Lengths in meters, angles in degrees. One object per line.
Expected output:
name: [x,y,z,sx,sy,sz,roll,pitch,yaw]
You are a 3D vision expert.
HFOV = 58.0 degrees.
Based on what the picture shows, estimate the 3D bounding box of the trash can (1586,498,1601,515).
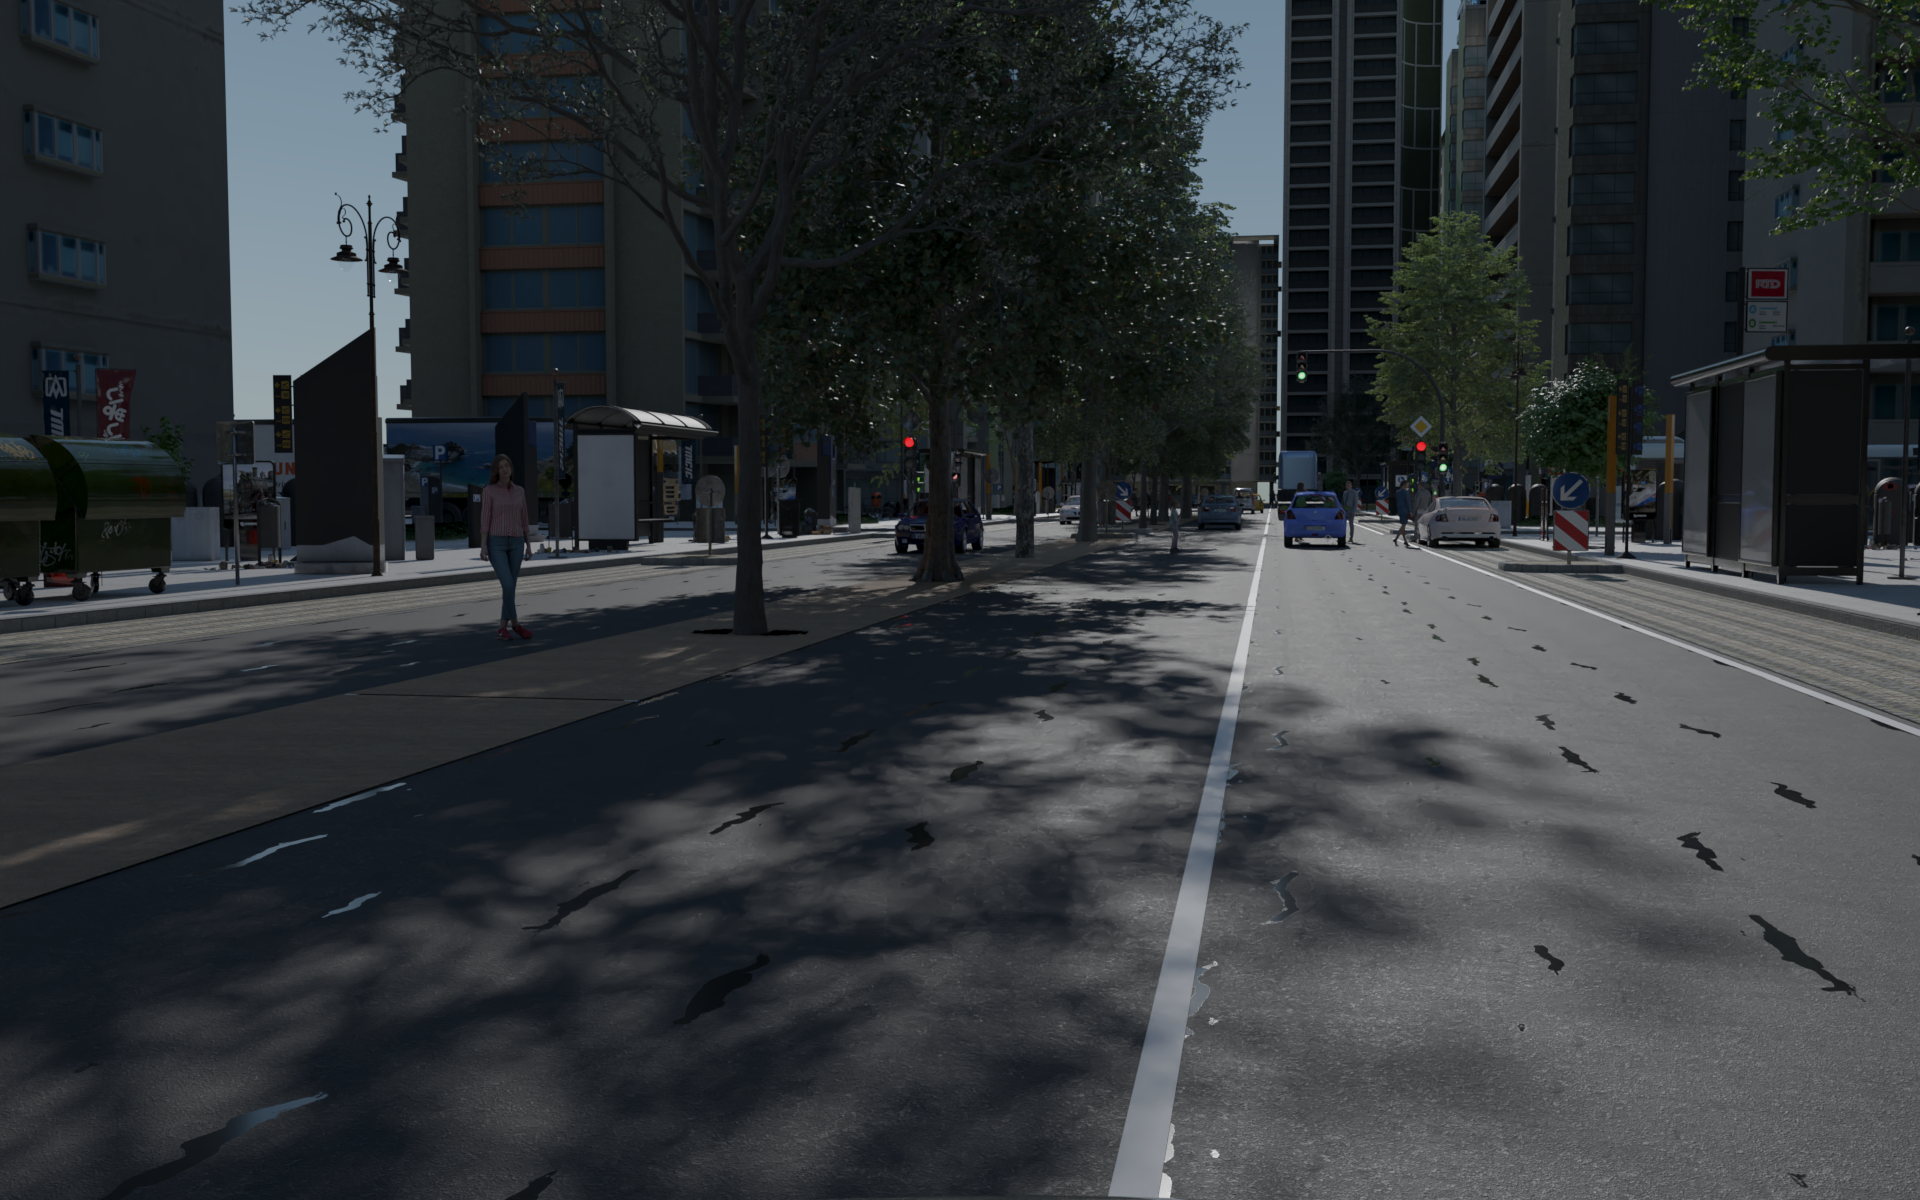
trash can: [25.770,-3.608,70.649,0.748,1.137,0.748,0,3,0]

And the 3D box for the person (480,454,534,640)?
person: [-4.482,-0.522,17.042,0.388,1.821,0.555,3,5,39]

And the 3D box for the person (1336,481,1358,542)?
person: [11.588,-2.634,51.658,0.391,1.810,0.635,-3,5,-44]

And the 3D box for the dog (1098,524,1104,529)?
dog: [5.569,-2.987,68.124,0.406,0.507,0.540,-1,4,-23]

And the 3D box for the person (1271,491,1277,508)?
person: [31.400,-10.014,172.678,0.683,1.767,0.568,-2,4,-28]

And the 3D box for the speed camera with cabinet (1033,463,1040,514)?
speed camera with cabinet: [4.616,-7.085,110.173,0.660,3.252,2.038,1,4,12]

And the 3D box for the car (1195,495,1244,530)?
car: [10.664,-3.615,71.111,2.014,1.417,4.499,1,4,9]

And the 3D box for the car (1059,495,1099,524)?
car: [5.884,-4.338,83.283,2.083,1.381,4.827,1,4,10]

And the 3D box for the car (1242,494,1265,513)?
car: [21.978,-7.347,130.348,2.015,1.641,3.980,1,4,9]

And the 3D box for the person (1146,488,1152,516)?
person: [12.379,-6.394,112.814,0.659,1.850,0.755,0,4,-6]

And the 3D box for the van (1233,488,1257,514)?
van: [20.550,-7.255,125.636,2.013,2.044,4.112,1,4,10]

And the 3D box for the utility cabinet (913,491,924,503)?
utility cabinet: [-2.590,-6.540,115.606,1.173,1.500,0.318,2,4,29]

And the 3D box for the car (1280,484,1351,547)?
car: [9.874,-2.357,48.131,1.945,1.707,3.694,1,4,12]

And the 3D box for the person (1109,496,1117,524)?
person: [7.324,-4.558,83.202,0.511,1.800,0.466,3,5,42]

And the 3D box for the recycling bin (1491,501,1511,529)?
recycling bin: [20.207,-3.190,64.716,0.722,1.027,0.722,1,4,16]

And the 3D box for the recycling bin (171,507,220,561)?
recycling bin: [-14.745,-1.276,33.419,0.722,1.027,0.722,-1,4,-9]

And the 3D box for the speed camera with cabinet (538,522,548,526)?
speed camera with cabinet: [-15.692,-4.547,68.675,2.038,3.252,0.660,1,4,13]

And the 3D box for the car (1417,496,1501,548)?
car: [13.630,-2.144,47.410,2.083,1.381,4.827,1,4,9]

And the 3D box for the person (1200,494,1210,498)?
person: [23.308,-9.498,163.891,1.348,1.812,0.705,1,4,13]

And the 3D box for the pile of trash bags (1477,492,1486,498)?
pile of trash bags: [22.388,-3.999,75.136,1.912,1.369,3.447,0,4,5]

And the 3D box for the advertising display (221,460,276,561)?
advertising display: [-13.630,-1.713,33.218,0.974,1.923,0.123,-1,4,-14]

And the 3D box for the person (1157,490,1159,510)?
person: [17.893,-8.973,155.745,0.750,1.759,0.617,-2,4,-24]

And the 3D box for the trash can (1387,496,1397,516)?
trash can: [25.455,-5.528,102.039,0.748,1.137,0.748,0,3,0]

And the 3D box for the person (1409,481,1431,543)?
person: [13.526,-2.578,50.759,0.694,1.812,0.767,-2,4,-33]

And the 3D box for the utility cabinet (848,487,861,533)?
utility cabinet: [-3.451,-2.946,56.841,0.318,1.500,1.173,-1,4,-10]

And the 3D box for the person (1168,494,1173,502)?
person: [19.339,-9.072,160.089,1.065,1.426,0.557,-1,4,-11]

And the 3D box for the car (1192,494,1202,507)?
car: [24.359,-10.318,178.483,2.009,1.686,4.222,1,4,9]

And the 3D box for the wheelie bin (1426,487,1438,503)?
wheelie bin: [21.141,-4.274,77.784,0.693,1.594,0.980,2,4,27]

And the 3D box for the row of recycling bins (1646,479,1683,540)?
row of recycling bins: [20.150,-2.492,47.852,1.069,1.692,3.534,-2,4,-34]

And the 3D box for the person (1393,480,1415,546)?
person: [12.159,-2.392,47.640,0.654,1.822,0.581,-1,4,-13]

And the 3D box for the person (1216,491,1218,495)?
person: [30.015,-11.808,201.430,0.599,1.838,0.709,1,4,8]

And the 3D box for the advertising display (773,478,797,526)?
advertising display: [-6.932,-3.885,68.736,0.974,1.923,0.123,1,4,12]

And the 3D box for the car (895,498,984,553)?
car: [-0.499,-1.880,43.326,1.945,1.354,3.894,1,4,10]

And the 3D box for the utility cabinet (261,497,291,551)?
utility cabinet: [-15.579,-1.729,39.438,0.306,1.237,1.020,0,4,1]

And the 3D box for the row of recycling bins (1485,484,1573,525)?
row of recycling bins: [23.641,-3.970,72.023,3.534,1.692,1.069,2,4,27]

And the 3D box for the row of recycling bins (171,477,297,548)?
row of recycling bins: [-17.533,-2.149,42.255,3.534,1.692,1.069,-1,4,-21]

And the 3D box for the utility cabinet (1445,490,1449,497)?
utility cabinet: [26.622,-5.269,94.830,0.318,1.500,1.173,-1,4,-20]

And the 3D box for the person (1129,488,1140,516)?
person: [11.123,-6.247,110.597,0.822,1.834,0.622,1,4,13]

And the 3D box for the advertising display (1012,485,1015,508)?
advertising display: [4.058,-7.218,123.230,0.123,1.923,0.974,-2,4,-33]

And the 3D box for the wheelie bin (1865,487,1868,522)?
wheelie bin: [16.722,-1.527,32.876,0.693,1.594,0.980,-1,4,-22]

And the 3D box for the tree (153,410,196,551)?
tree: [-18.003,-2.745,39.489,1.663,3.219,1.824,0,3,0]

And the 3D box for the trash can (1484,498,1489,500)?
trash can: [19.693,-3.309,65.752,0.748,1.137,0.748,0,3,0]

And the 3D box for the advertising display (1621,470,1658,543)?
advertising display: [17.868,-2.468,45.570,0.974,1.923,0.123,-1,4,-10]

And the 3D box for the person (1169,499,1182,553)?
person: [5.240,-1.791,42.056,0.394,1.301,0.425,-1,4,-17]

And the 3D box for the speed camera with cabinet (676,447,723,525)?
speed camera with cabinet: [-10.975,-4.772,72.362,2.038,3.252,0.660,1,4,12]

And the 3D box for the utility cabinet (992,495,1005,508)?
utility cabinet: [2.922,-7.157,128.182,0.306,1.237,1.020,2,4,35]

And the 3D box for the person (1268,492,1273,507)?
person: [34.406,-11.104,191.526,0.593,1.643,0.415,0,4,4]

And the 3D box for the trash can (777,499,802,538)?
trash can: [-4.989,-2.386,50.660,0.748,1.137,0.748,0,3,0]

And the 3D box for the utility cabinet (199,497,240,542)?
utility cabinet: [-19.679,-2.139,46.128,1.020,1.237,0.306,0,4,2]

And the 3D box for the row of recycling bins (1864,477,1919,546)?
row of recycling bins: [22.774,-2.216,43.343,3.534,1.692,1.069,2,4,26]

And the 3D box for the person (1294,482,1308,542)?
person: [10.232,-2.654,52.143,0.529,1.795,0.600,-3,4,-37]

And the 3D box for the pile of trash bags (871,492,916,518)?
pile of trash bags: [-3.496,-5.112,93.326,1.912,1.369,3.447,3,5,41]
